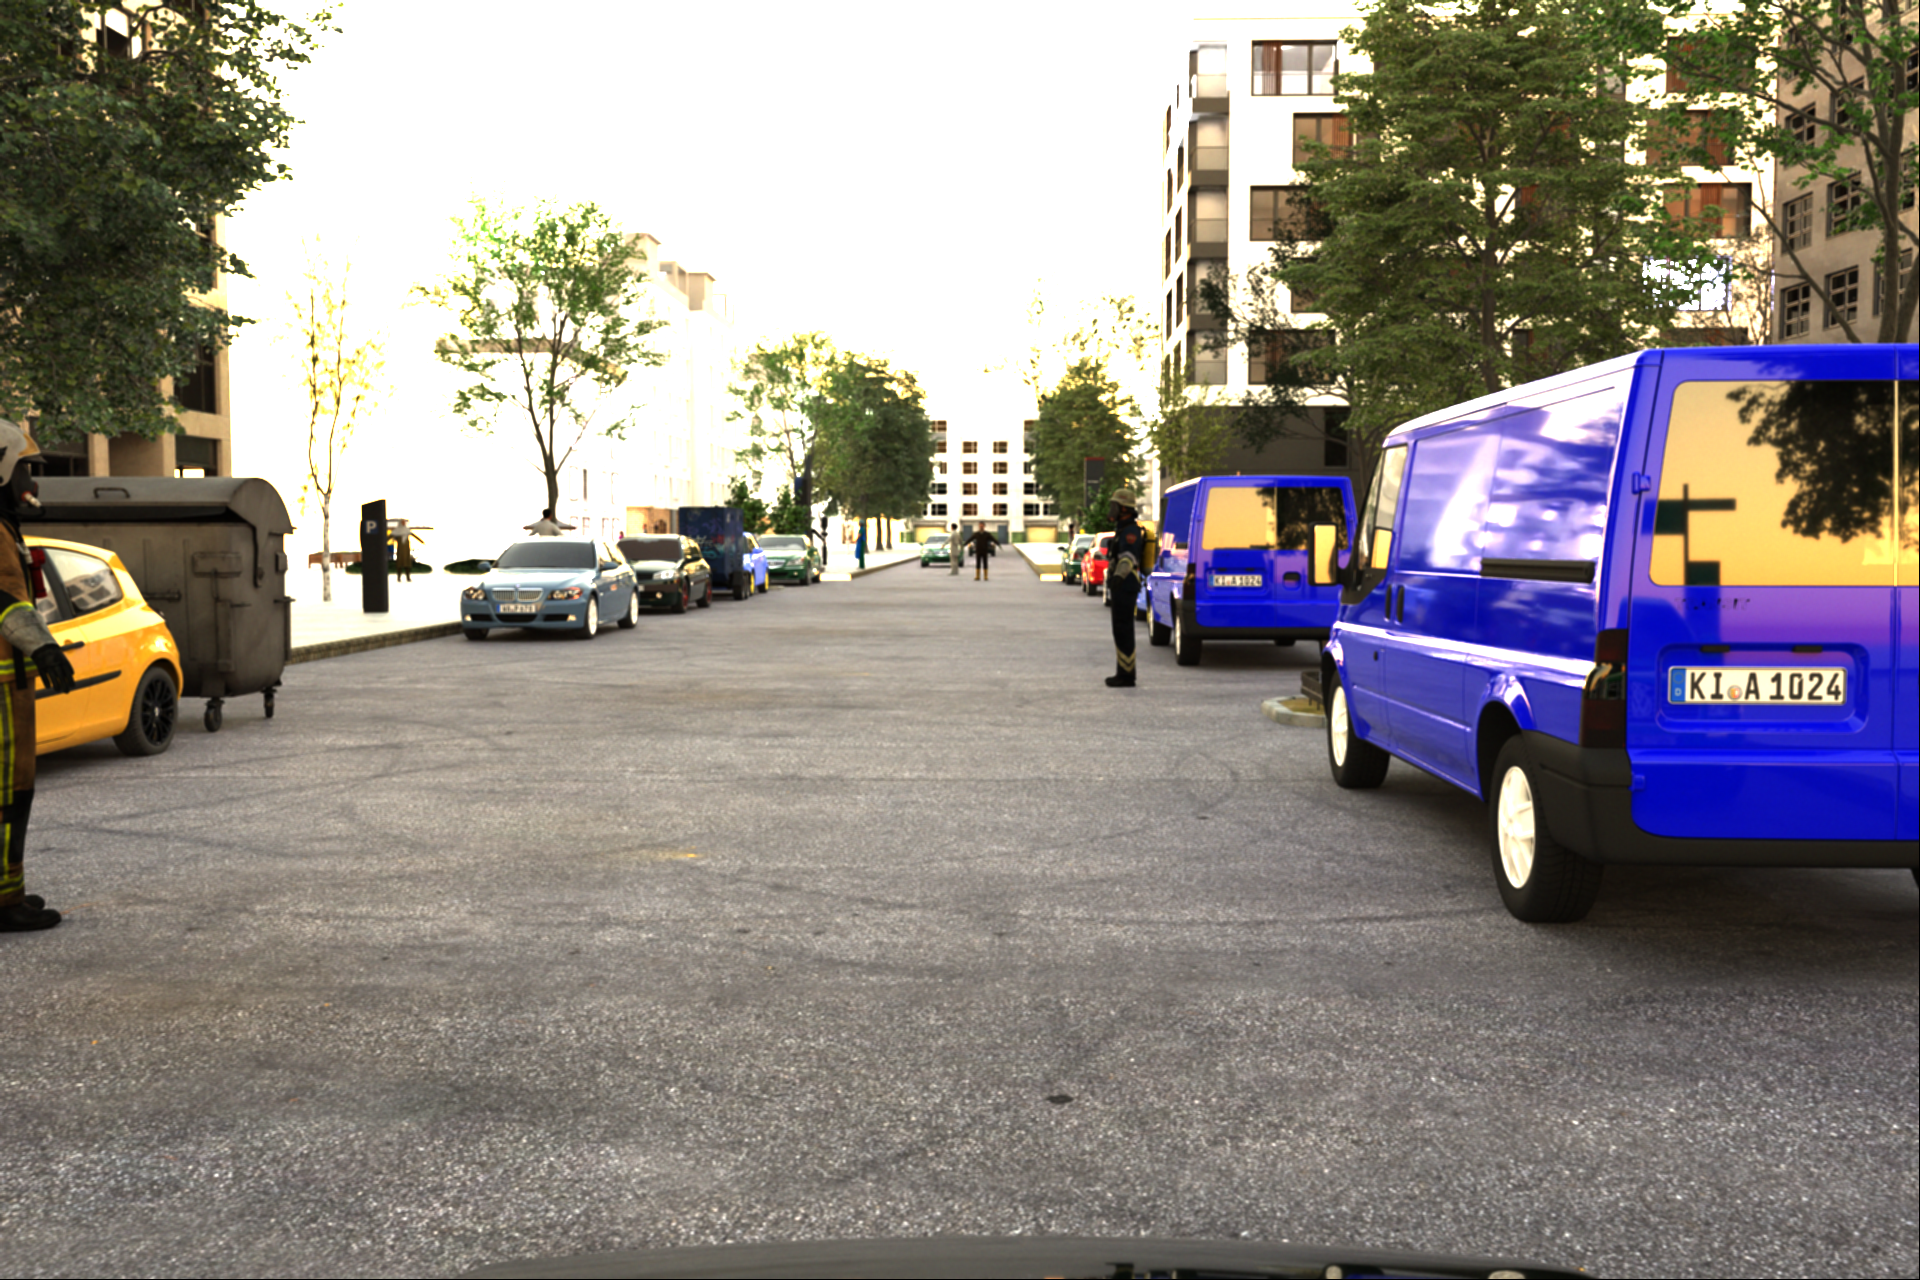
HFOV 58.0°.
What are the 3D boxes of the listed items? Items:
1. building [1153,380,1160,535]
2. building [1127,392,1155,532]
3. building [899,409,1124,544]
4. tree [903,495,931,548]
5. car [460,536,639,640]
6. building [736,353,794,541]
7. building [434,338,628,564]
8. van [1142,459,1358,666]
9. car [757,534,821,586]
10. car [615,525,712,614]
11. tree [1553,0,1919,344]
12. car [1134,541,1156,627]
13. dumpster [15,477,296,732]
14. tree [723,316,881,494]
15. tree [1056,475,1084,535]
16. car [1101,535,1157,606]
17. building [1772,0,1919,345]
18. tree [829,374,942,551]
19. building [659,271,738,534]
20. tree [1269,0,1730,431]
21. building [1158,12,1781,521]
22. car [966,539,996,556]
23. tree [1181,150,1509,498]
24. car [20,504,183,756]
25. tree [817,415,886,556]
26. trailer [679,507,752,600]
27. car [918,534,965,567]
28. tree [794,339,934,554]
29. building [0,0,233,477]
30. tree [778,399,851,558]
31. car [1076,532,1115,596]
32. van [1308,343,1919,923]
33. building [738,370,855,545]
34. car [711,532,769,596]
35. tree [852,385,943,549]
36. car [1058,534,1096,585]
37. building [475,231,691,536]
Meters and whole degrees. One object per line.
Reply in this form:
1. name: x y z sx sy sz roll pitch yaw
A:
1. building: 28.933 -21.788 212.645 16.016 20.090 11.380 0 4 1
2. building: 27.413 -22.884 230.573 16.016 20.090 11.380 0 4 1
3. building: 7.333 -23.357 250.794 31.486 18.905 16.747 0 4 1
4. tree: -4.852 -12.847 160.414 4.737 8.622 4.395 0 3 0
5. car: -5.828 -0.799 25.072 2.014 1.417 4.499 0 4 1
6. building: -23.873 -19.906 181.876 16.016 20.090 11.380 0 4 1
7. building: -21.494 -8.954 88.550 9.099 9.664 28.070 0 4 1
8. van: 3.336 -0.986 20.505 2.240 2.365 5.245 0 3 0
9. car: -5.052 -2.309 49.553 2.131 1.459 4.920 0 4 2
10. car: -5.766 -1.386 32.447 2.009 1.686 4.222 0 4 1
11. tree: 9.900 -5.658 18.256 9.928 11.665 9.643 0 3 0
12. car: 3.705 -1.098 27.544 1.945 1.707 3.694 0 4 1
13. dumpster: -6.106 -0.292 12.991 1.865 1.857 1.264 0 4 2
14. tree: -7.455 -9.577 82.342 9.928 11.665 9.643 0 3 0
15. tree: 9.677 -11.952 145.774 4.737 8.622 4.395 0 3 0
16. car: 3.717 -1.274 32.837 2.014 1.417 4.499 0 4 0
17. building: 28.310 -13.509 39.280 11.959 24.771 22.079 0 4 2
18. tree: -6.275 -13.913 134.130 9.857 13.997 8.962 0 3 0
19. building: -23.127 -16.486 125.967 16.016 20.090 11.380 0 4 2
20. tree: 9.047 -6.857 30.234 7.486 12.596 7.792 0 3 0
21. building: 23.567 -14.729 84.799 27.936 21.610 32.646 0 4 2
22. car: 1.420 -6.288 112.598 2.009 1.686 4.222 0 3 0
23. tree: 9.851 -6.587 42.112 8.767 10.594 7.601 -3 5 -41
24. car: -6.069 0.022 9.863 2.015 1.641 3.980 0 4 1
25. tree: -6.679 -9.308 102.544 4.360 8.622 3.978 0 3 0
26. trailer: -5.393 -1.833 37.021 1.471 1.999 3.904 0 4 1
27. car: -0.754 -3.941 76.228 2.131 1.459 4.920 0 4 1
28. tree: -6.458 -12.691 114.152 9.857 13.997 8.962 0 3 0
29. building: -31.859 -14.172 34.917 19.350 26.588 34.151 0 4 1
30. tree: -7.658 -8.786 94.013 4.737 8.622 4.395 0 3 0
31. car: 3.880 -1.995 41.655 2.155 1.783 4.494 0 4 2
32. van: 3.019 -0.222 8.013 2.240 2.365 5.245 0 4 1
33. building: -23.397 -23.749 219.220 19.493 23.208 18.063 0 4 1
34. car: -5.563 -1.916 40.925 1.945 1.707 3.694 0 4 2
35. tree: -6.138 -14.708 147.128 9.857 13.997 8.962 0 3 0
36. car: 3.917 -2.352 50.251 2.131 1.459 4.920 0 4 1
37. building: -24.400 -15.495 109.769 16.016 20.090 11.380 0 4 2
